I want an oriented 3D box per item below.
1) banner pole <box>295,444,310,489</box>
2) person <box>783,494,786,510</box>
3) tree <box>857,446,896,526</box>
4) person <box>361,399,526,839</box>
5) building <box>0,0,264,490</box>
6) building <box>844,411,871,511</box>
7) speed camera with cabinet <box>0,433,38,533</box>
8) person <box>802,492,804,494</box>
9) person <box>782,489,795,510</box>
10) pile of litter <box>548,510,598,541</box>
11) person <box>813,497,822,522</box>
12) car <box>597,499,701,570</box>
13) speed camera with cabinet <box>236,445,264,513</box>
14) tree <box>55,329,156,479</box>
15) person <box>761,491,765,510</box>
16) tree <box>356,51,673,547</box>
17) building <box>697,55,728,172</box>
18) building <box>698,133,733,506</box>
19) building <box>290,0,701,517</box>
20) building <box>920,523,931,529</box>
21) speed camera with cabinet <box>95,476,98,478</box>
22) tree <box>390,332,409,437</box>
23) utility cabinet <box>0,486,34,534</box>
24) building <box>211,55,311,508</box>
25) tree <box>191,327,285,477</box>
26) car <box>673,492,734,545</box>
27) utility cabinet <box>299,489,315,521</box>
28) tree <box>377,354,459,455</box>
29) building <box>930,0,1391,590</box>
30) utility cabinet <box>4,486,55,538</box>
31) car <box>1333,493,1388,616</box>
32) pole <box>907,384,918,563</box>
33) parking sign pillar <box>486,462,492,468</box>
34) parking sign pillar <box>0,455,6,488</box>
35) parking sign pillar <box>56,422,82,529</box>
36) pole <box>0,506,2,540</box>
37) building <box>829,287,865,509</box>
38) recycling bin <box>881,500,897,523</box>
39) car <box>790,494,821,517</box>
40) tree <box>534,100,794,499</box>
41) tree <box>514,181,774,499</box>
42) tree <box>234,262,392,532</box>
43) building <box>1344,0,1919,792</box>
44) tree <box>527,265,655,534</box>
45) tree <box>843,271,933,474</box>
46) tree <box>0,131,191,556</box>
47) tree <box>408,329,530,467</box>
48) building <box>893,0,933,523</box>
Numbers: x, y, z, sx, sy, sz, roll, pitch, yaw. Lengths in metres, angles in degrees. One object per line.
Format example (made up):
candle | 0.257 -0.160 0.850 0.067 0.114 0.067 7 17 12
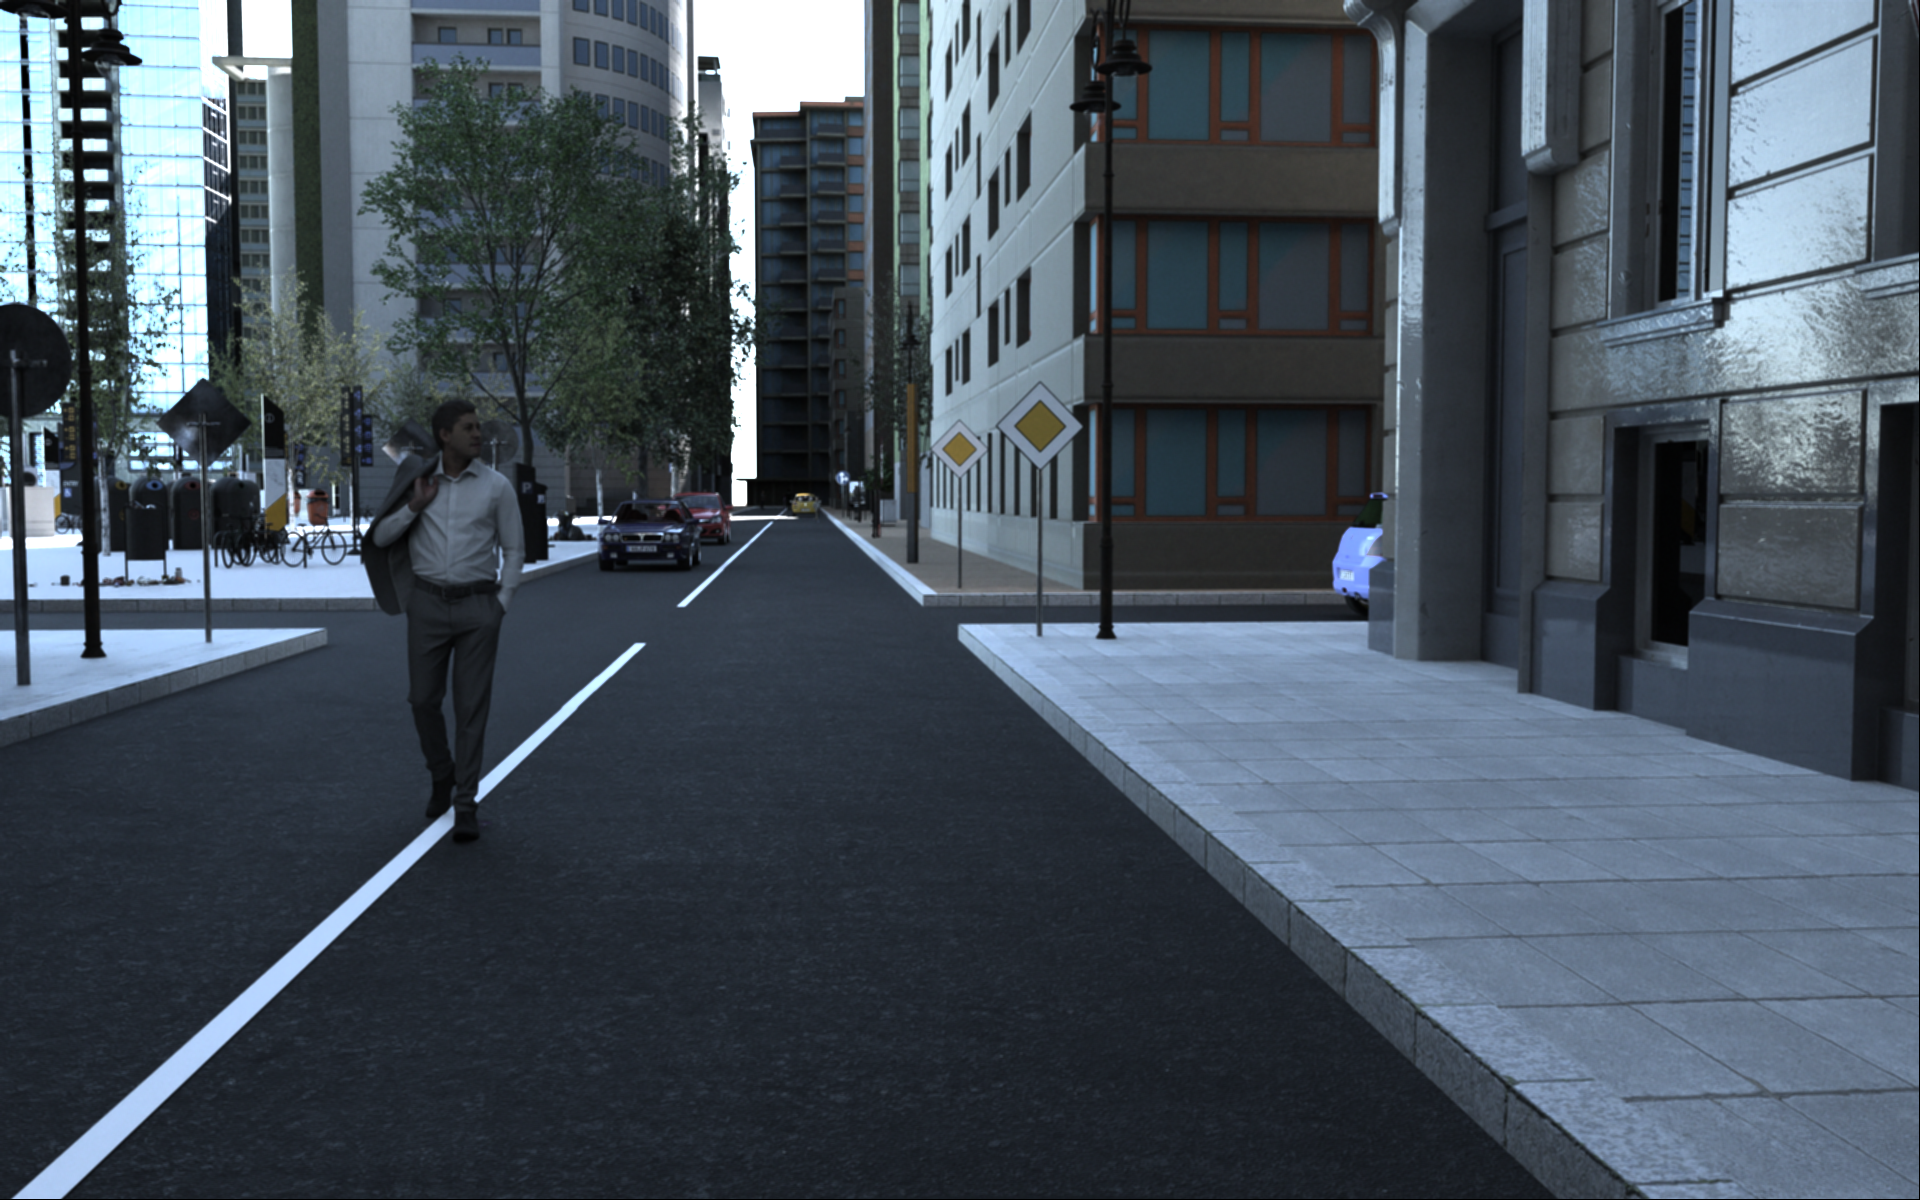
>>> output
banner pole | -31.663 -5.721 83.550 0.863 3.779 0.401 -3 4 -37
person | -16.214 -9.033 159.405 0.599 1.433 0.991 0 4 -4
tree | -3.042 -4.573 69.364 1.663 3.219 1.824 0 3 0
person | -2.211 0.071 7.434 0.679 1.850 0.850 -1 4 -13
building | -76.521 -51.513 154.911 31.000 86.520 22.319 0 4 -5
building | 2.851 -49.843 127.610 22.319 86.520 31.000 0 4 -5
speed camera with cabinet | -30.927 -3.767 55.929 2.038 3.252 0.660 -2 4 -31
person | -12.599 -7.872 138.680 0.415 1.643 0.593 -3 5 -41
person | -15.243 -8.941 154.312 1.348 1.869 0.705 0 4 3
pile of litter | -10.743 -2.058 47.608 1.719 0.858 1.176 2 4 35
person | -7.204 -4.571 87.508 0.475 1.303 0.640 -3 5 -40
car | -6.021 -1.297 33.778 1.945 1.354 3.894 0 4 -5
speed camera with cabinet | -28.445 -4.642 70.240 2.038 3.252 0.660 1 4 21
tree | -38.760 -7.814 78.125 4.737 8.622 4.395 0 3 0
person | -17.967 -9.161 158.816 0.750 1.759 0.617 2 4 31
tree | -10.572 -7.093 41.733 9.928 11.665 9.643 0 3 0
building | -28.968 -29.381 163.975 14.086 41.232 14.154 0 4 -5
building | -26.781 -22.969 147.239 14.160 30.474 14.107 0 4 -5
building | -28.017 -34.714 109.577 21.231 58.520 28.212 0 4 -5
building | 5.266 -23.620 69.788 14.154 41.232 14.086 0 4 -5
speed camera with cabinet | -45.065 -5.907 90.919 0.660 3.252 2.038 -1 4 -9
tree | -23.562 -7.083 66.177 4.360 8.622 3.978 0 3 0
utility cabinet | -32.633 -3.110 59.531 1.173 1.500 0.318 -1 4 -12
building | -48.667 -28.242 153.632 23.993 40.220 32.217 0 4 -5
tree | -32.443 -7.782 77.590 4.737 8.622 4.395 0 3 0
car | -7.622 -2.516 50.182 2.155 1.783 4.494 0 4 -5
utility cabinet | -31.060 -4.506 82.352 0.318 1.500 1.173 -3 5 -44
tree | -28.537 -8.649 91.775 4.737 8.622 4.395 0 3 0
building | 14.785 -11.771 37.497 28.899 21.520 27.650 0 4 -5
utility cabinet | -26.786 -2.524 49.946 1.173 1.500 0.318 -2 4 -34
car | 6.169 -0.621 19.742 3.694 1.707 1.945 0 4 -6
pole | -0.878 -2.339 32.084 0.158 3.312 0.155 0 3 0
parking sign pillar | -24.721 -6.175 89.441 1.447 3.967 1.447 2 4 30
parking sign pillar | -47.394 -5.878 84.574 1.447 3.967 1.447 -1 4 -12
parking sign pillar | -33.206 -4.663 64.708 1.447 3.967 1.447 1 4 17
pole | -26.848 -3.327 48.237 0.158 3.312 0.155 0 3 0
building | 1.978 -19.280 160.261 27.650 21.520 28.899 0 4 -5
recycling bin | -3.291 -4.029 78.420 0.722 1.027 0.722 -1 4 -17
car | -9.909 -6.166 111.043 2.015 1.641 3.980 0 4 -5
tree | -14.610 -14.059 85.756 12.611 20.169 13.585 0 3 0
tree | -11.676 -8.970 63.660 9.611 12.733 9.660 0 3 0
tree | -21.319 -6.425 55.408 4.360 8.622 3.978 0 3 0
building | 10.452 -13.362 4.376 13.634 28.700 20.117 0 4 -5
tree | -11.433 -6.369 54.495 4.737 8.622 4.395 0 3 0
tree | -1.668 -6.498 56.601 4.360 8.622 3.978 0 3 0
tree | -17.656 -5.201 35.398 4.360 8.622 3.978 0 3 0
tree | -20.470 -7.489 72.801 4.360 8.622 3.978 0 3 0
building | 3.404 -24.964 91.754 14.154 41.232 14.086 0 4 -5
